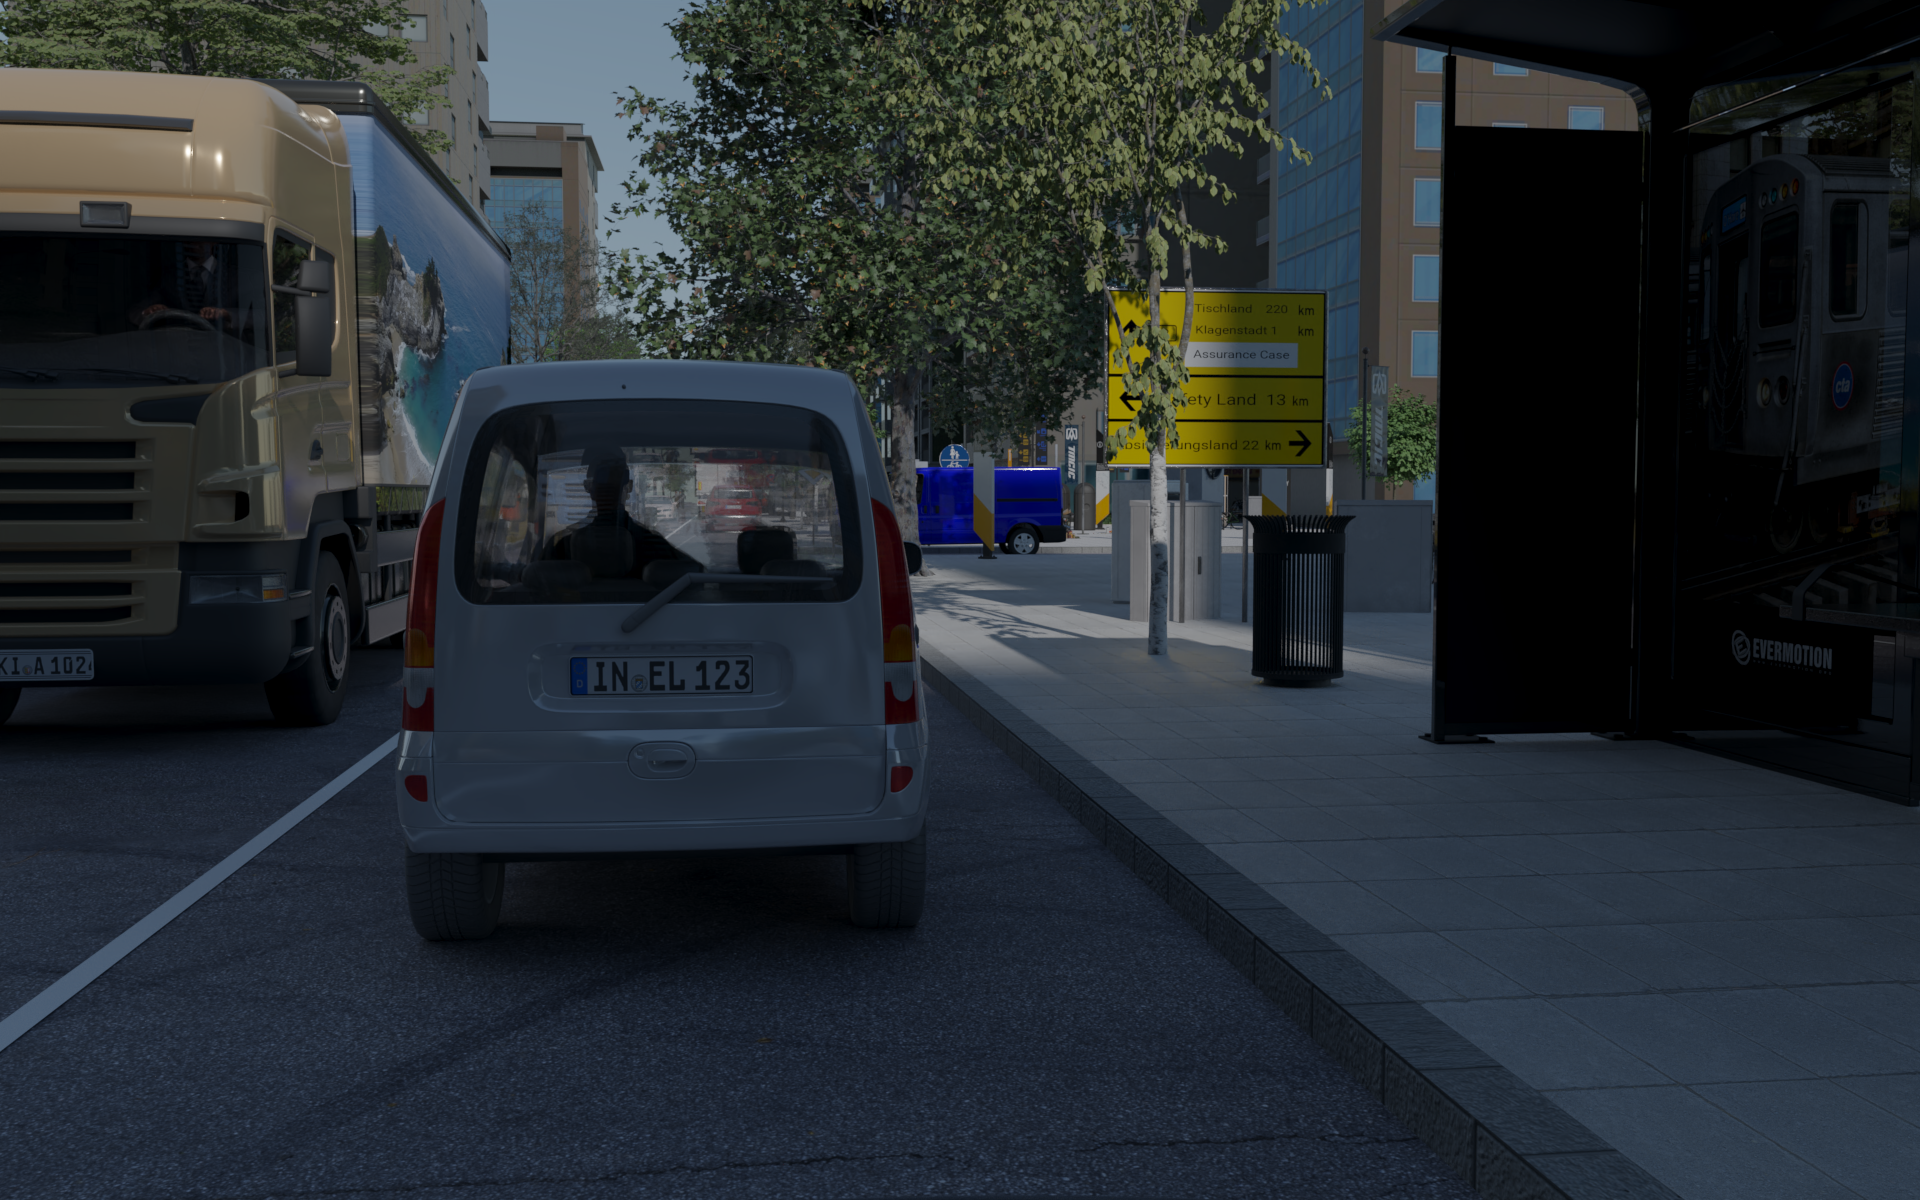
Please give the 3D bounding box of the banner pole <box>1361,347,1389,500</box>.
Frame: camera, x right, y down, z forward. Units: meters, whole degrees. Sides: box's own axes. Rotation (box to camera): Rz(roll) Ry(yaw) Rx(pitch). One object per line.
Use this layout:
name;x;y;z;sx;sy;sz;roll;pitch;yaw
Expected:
banner pole;7.073;-2.426;29.684;0.863;3.779;0.401;-3;4;-38

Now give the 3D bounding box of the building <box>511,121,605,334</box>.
building;-66.046;-40.295;248.063;28.713;52.752;27.495;0;4;-8

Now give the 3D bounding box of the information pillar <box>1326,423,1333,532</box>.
information pillar;12.161;-4.015;57.007;0.183;3.616;0.504;2;4;26

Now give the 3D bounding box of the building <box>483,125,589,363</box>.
building;-53.386;-34.498;214.157;14.600;45.320;14.200;0;4;-8

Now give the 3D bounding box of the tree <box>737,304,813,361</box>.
tree;-11.546;-12.388;109.198;9.857;13.997;8.962;0;3;0

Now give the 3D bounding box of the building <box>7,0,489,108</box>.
building;-49.207;-32.790;125.359;28.713;52.752;27.495;0;4;-8

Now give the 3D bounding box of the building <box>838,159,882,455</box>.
building;-8.824;-35.208;225.753;14.600;45.320;14.200;0;4;-8

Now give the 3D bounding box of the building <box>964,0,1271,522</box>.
building;12.174;-28.463;89.070;21.300;48.544;21.600;0;4;-8

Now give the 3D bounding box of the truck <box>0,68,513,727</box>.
truck;-5.509;-1.530;13.934;2.839;4.237;11.283;0;4;-8

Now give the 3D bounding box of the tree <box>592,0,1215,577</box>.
tree;-0.859;-6.716;26.817;9.611;12.733;9.660;0;3;0

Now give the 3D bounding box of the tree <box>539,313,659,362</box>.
tree;-20.582;-10.509;97.582;9.928;11.665;9.643;0;3;0

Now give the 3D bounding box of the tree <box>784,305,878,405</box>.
tree;-4.724;-6.540;57.288;4.360;8.622;3.978;0;3;0

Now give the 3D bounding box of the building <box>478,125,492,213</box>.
building;-54.774;-28.078;150.952;32.217;40.220;23.993;0;4;-8

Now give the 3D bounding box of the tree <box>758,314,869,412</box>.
tree;-7.959;-9.235;85.407;7.601;10.594;8.767;-1;4;-18

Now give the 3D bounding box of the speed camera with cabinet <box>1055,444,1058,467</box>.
speed camera with cabinet;3.445;-4.595;69.470;0.660;3.252;2.038;-1;4;-17

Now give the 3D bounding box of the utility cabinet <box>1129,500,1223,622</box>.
utility cabinet;2.213;-0.398;17.675;1.020;1.237;0.306;-2;4;-35

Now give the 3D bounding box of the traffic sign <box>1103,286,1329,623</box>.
traffic sign;2.529;-1.425;17.170;2.265;3.308;0.079;0;4;-7

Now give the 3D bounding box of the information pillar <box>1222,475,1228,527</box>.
information pillar;10.348;-3.895;68.182;0.304;2.012;0.304;2;4;27

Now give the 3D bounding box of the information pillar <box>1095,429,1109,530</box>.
information pillar;5.117;-4.337;62.270;0.504;3.616;0.183;2;4;25

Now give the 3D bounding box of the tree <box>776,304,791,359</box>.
tree;-17.948;-18.719;161.944;12.611;20.169;13.585;0;3;0

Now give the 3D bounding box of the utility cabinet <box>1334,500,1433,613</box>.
utility cabinet;4.600;-0.471;18.868;1.020;1.237;0.306;0;4;7

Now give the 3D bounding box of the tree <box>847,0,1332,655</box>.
tree;1.352;-3.866;13.564;4.737;8.622;4.395;0;3;0

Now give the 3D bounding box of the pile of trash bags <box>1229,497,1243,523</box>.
pile of trash bags;11.291;-4.150;77.606;3.447;1.369;1.912;1;4;22

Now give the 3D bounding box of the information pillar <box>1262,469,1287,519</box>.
information pillar;6.114;-2.583;33.580;0.504;3.616;0.183;1;4;15

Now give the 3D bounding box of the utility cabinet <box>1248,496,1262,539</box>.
utility cabinet;8.637;-2.328;49.232;0.306;1.237;1.020;-2;4;-34

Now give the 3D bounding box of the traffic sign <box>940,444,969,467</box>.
traffic sign;-0.141;-2.713;44.464;0.768;2.556;0.104;0;3;0

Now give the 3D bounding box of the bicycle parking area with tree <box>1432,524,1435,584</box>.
bicycle parking area with tree;10.132;-2.221;23.322;8.231;4.147;9.016;0;4;7

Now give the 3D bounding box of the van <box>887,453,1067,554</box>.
van;-0.302;-2.111;38.891;5.245;2.365;2.240;0;4;-6

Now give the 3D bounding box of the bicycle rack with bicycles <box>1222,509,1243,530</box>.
bicycle rack with bicycles;8.921;-3.007;62.545;2.925;0.926;2.852;1;4;18

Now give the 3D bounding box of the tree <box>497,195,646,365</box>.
tree;-17.439;-9.899;72.226;12.009;13.543;11.850;0;3;0

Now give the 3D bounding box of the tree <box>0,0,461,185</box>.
tree;-10.933;-6.514;24.628;7.486;12.596;7.792;0;3;0

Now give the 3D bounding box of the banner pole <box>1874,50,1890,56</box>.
banner pole;4.786;-1.161;8.997;0.401;3.779;0.863;3;4;39

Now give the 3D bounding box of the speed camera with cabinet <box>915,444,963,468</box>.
speed camera with cabinet;-0.828;-3.154;45.912;0.660;3.252;2.038;-3;5;-40

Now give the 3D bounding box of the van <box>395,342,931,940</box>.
van;-1.098;0.001;7.003;2.013;2.044;4.112;0;4;-7

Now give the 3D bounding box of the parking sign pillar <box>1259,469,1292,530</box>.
parking sign pillar;11.341;-4.514;62.271;1.447;3.967;1.447;-3;5;-42

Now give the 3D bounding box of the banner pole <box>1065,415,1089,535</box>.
banner pole;3.690;-3.970;54.934;0.863;3.779;0.401;-1;4;-16

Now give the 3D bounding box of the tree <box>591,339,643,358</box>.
tree;-25.550;-13.850;133.101;9.857;13.997;8.962;0;3;0

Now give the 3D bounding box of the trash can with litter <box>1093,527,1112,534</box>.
trash can with litter;5.541;-2.737;55.805;2.233;1.210;1.678;2;4;35

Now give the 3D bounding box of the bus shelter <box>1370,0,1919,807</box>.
bus shelter;3.340;-0.896;5.925;1.731;3.624;6.357;0;4;-8

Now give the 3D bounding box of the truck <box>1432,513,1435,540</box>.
truck;18.967;-3.178;41.718;18.799;4.110;2.967;0;4;-8

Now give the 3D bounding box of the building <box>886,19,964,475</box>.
building;4.895;-43.067;142.405;20.563;71.187;20.611;0;4;-8

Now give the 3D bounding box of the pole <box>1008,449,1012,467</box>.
pole;2.264;-5.181;78.559;0.158;3.312;0.155;0;3;0

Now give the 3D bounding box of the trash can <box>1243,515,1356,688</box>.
trash can;2.274;0.000;11.649;0.748;1.137;0.748;0;3;0

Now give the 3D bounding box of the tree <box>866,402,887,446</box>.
tree;-3.754;-4.129;51.222;4.285;4.588;4.351;0;3;0

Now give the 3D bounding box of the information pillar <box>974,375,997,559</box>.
information pillar;0.483;-2.620;34.187;0.504;3.616;0.183;3;5;41

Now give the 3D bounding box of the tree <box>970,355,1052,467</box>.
tree;2.400;-7.047;65.578;4.360;8.622;3.978;0;3;0

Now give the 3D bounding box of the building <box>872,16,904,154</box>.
building;2.938;-33.606;169.059;23.786;49.044;30.456;0;4;-8

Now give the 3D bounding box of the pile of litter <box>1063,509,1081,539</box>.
pile of litter;2.852;-2.222;50.301;1.176;0.858;1.719;-1;4;-14

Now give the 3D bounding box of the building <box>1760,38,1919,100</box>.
building;42.126;-25.496;66.964;14.200;45.320;14.600;0;4;-8

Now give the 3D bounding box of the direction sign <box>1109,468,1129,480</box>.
direction sign;5.703;-4.335;62.882;0.876;3.537;0.379;1;4;9

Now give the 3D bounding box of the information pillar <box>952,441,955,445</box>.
information pillar;-0.141;-5.162;75.758;0.504;3.616;0.183;0;4;-4

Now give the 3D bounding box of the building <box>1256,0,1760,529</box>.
building;20.065;-25.337;64.378;14.200;45.320;14.600;0;4;-8

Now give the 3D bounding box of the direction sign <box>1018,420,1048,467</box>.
direction sign;1.974;-3.368;47.056;0.876;3.537;0.379;2;4;28

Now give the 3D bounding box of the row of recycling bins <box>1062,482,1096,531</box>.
row of recycling bins;3.171;-3.333;61.601;3.534;1.692;1.069;2;4;26

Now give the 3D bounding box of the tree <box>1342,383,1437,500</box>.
tree;12.962;-4.134;51.310;4.285;4.588;4.351;0;3;0

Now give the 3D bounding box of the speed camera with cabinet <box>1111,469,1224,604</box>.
speed camera with cabinet;2.537;-1.624;20.892;0.660;3.252;2.038;2;4;32
